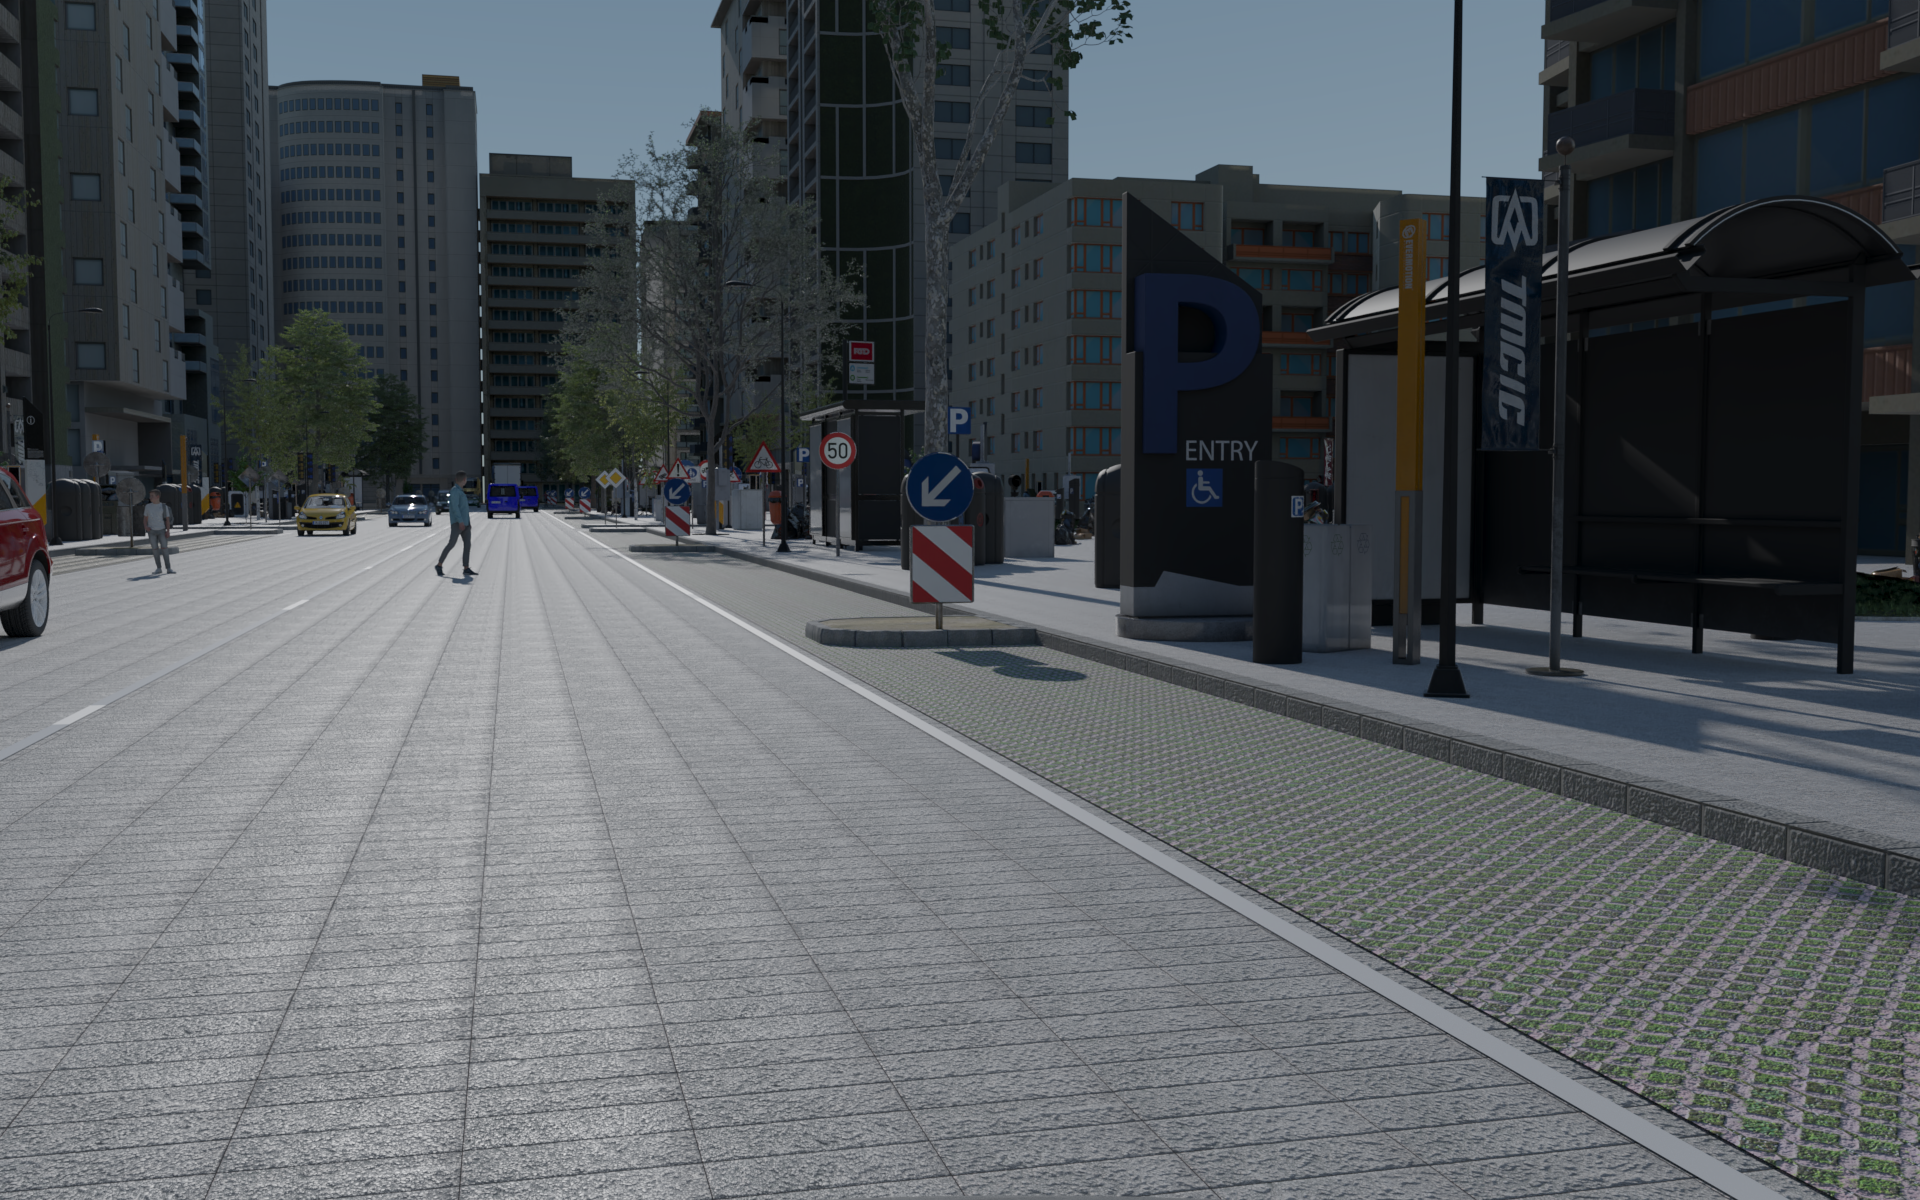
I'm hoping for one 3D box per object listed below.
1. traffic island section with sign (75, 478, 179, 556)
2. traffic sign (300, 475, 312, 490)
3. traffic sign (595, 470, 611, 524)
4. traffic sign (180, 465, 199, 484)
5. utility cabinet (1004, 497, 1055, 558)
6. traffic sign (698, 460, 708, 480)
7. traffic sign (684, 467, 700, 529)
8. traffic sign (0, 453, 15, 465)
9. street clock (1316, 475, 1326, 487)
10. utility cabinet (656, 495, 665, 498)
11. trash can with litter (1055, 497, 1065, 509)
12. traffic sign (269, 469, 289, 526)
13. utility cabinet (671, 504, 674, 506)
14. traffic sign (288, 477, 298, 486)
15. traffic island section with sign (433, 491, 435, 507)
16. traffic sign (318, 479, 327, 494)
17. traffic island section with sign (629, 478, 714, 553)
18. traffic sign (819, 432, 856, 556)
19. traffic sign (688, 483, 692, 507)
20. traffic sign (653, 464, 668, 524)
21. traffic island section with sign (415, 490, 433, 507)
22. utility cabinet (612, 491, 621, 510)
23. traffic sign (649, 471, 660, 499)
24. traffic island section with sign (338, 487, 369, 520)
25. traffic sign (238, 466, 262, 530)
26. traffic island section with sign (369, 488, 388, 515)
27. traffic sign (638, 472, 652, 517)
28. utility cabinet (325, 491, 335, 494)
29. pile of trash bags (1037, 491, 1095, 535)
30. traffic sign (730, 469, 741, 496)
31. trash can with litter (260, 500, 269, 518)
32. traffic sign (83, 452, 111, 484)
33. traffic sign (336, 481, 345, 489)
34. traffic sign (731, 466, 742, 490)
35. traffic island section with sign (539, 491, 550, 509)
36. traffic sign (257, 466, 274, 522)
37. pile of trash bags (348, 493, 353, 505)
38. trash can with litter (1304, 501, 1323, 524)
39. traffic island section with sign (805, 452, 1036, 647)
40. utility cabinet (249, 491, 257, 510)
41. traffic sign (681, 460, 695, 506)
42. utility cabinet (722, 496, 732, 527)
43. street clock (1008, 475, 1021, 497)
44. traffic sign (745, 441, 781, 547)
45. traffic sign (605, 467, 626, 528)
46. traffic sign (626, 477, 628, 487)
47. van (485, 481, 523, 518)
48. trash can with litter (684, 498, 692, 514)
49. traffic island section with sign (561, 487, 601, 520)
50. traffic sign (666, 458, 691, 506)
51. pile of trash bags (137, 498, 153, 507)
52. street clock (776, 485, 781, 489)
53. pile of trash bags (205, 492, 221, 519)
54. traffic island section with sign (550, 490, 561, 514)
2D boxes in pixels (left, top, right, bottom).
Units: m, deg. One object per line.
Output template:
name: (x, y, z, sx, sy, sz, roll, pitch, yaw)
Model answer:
traffic island section with sign: (-19.715, -1.986, 41.107, 1.989, 1.847, 2.006, -1, 4, -14)
traffic sign: (-43.601, -7.056, 115.476, 0.768, 2.556, 0.104, -1, 4, -12)
traffic sign: (-14.981, -4.248, 73.096, 0.795, 2.450, 0.064, -1, 4, -14)
traffic sign: (-33.836, -4.647, 76.079, 0.768, 2.556, 0.104, 0, 4, -7)
utility cabinet: (1.387, -1.459, 35.019, 1.020, 1.237, 0.306, 0, 4, -4)
traffic sign: (-9.330, -3.914, 64.096, 0.768, 2.556, 0.104, -1, 4, -10)
traffic sign: (-9.789, -3.743, 63.328, 0.606, 2.300, 0.079, -1, 4, -9)
traffic sign: (-29.378, -3.260, 53.412, 0.768, 2.556, 0.104, -1, 4, -8)
street clock: (13.637, -3.713, 65.285, 0.358, 2.002, 0.471, -1, 4, -16)
utility cabinet: (-17.730, -5.670, 103.862, 1.020, 1.237, 0.306, -1, 4, -15)
trash can with litter: (5.558, -4.957, 92.430, 1.055, 1.170, 0.624, -1, 4, -11)
traffic sign: (-27.472, -4.053, 69.903, 0.795, 2.450, 0.064, -1, 4, -14)
utility cabinet: (-15.081, -5.049, 91.226, 0.318, 1.500, 1.173, 0, 4, -5)
traffic sign: (-49.561, -7.867, 128.729, 0.768, 2.556, 0.104, -1, 4, -9)
traffic island section with sign: (-59.615, -11.436, 195.606, 1.989, 1.847, 2.006, -1, 4, -14)
traffic sign: (-49.467, -8.136, 134.211, 0.795, 2.450, 0.064, -1, 4, -10)
traffic island section with sign: (-7.226, -2.112, 43.165, 1.989, 1.847, 2.006, -1, 4, -14)
traffic sign: (-2.509, -2.169, 35.568, 0.768, 2.556, 0.104, 0, 4, -5)
traffic sign: (-15.516, -6.128, 100.299, 0.768, 2.556, 0.104, -1, 4, -13)
traffic sign: (-12.780, -4.565, 74.647, 0.884, 2.594, 0.081, -1, 4, -13)
traffic island section with sign: (-52.808, -9.822, 169.218, 1.989, 1.847, 2.006, -1, 4, -14)
utility cabinet: (-23.592, -6.836, 120.449, 1.173, 1.500, 0.318, -3, 4, -36)
traffic sign: (-16.437, -5.715, 93.547, 0.768, 2.556, 0.104, -1, 4, -10)
traffic island section with sign: (-33.410, -5.228, 94.112, 1.989, 1.847, 2.006, -1, 4, -14)
traffic sign: (-25.475, -3.580, 62.171, 0.795, 2.450, 0.064, -1, 4, -14)
traffic island section with sign: (-40.217, -6.841, 120.474, 1.989, 1.847, 2.006, -1, 4, -14)
traffic sign: (-17.891, -6.040, 98.753, 0.884, 2.594, 0.081, 0, 4, -7)
utility cabinet: (-51.107, -8.036, 140.067, 1.173, 1.500, 0.318, -3, 5, -43)
pile of trash bags: (4.088, -2.724, 54.287, 3.447, 1.369, 1.912, 0, 4, 0)
traffic sign: (-10.143, -4.687, 76.638, 0.884, 2.594, 0.081, -1, 4, -10)
trash can with litter: (-37.949, -5.116, 95.026, 1.055, 1.170, 0.624, -2, 4, -34)
traffic sign: (-25.946, -3.180, 52.105, 0.768, 2.556, 0.104, -1, 4, -12)
traffic sign: (-48.450, -8.156, 135.477, 0.606, 2.300, 0.079, -1, 4, -9)
traffic sign: (-10.429, -4.873, 79.773, 0.768, 2.556, 0.104, 0, 4, -6)
traffic island section with sign: (-40.419, -9.975, 171.711, 1.989, 1.847, 2.006, -1, 4, -14)
traffic sign: (-31.526, -4.802, 78.624, 0.768, 2.556, 0.104, -1, 4, -12)
pile of trash bags: (-46.477, -7.274, 128.684, 1.912, 1.369, 3.447, 2, 4, 32)
trash can with litter: (5.459, -1.049, 28.540, 1.055, 1.170, 0.624, 1, 4, 15)
traffic island section with sign: (-0.475, -0.516, 17.066, 1.989, 1.847, 2.006, -1, 4, -14)
utility cabinet: (-47.722, -6.591, 116.439, 1.173, 1.500, 0.318, 1, 4, 21)
traffic sign: (-10.164, -3.917, 64.150, 0.768, 2.556, 0.104, -1, 4, -8)
utility cabinet: (-9.772, -3.908, 75.065, 1.020, 1.237, 0.306, 0, 4, -7)
street clock: (2.061, -3.708, 65.193, 0.471, 2.002, 0.358, -3, 4, -36)
traffic sign: (-4.798, -2.588, 42.312, 0.884, 2.594, 0.081, -1, 4, -13)
traffic sign: (-12.984, -3.775, 65.364, 0.795, 2.450, 0.064, -1, 4, -14)
traffic sign: (-25.381, -8.027, 131.339, 0.768, 2.556, 0.104, -1, 4, -11)
van: (-27.370, -6.088, 103.923, 2.240, 2.365, 5.245, -1, 4, -13)
trash can with litter: (-18.527, -6.518, 117.627, 1.678, 1.210, 2.233, -2, 4, -30)
traffic island section with sign: (-21.287, -5.445, 97.647, 1.989, 1.847, 2.006, -1, 4, -14)
traffic sign: (-10.028, -3.772, 61.676, 0.884, 2.594, 0.081, 0, 4, -7)
pile of trash bags: (-48.797, -5.750, 103.766, 3.447, 1.369, 1.912, 0, 4, -5)
street clock: (-14.156, -8.015, 135.607, 0.358, 2.002, 0.471, 2, 4, 31)
pile of trash bags: (-39.300, -4.865, 89.294, 1.912, 1.369, 3.447, 1, 4, 12)
traffic island section with sign: (-28.161, -7.073, 124.278, 1.989, 1.847, 2.006, -1, 4, -14)
